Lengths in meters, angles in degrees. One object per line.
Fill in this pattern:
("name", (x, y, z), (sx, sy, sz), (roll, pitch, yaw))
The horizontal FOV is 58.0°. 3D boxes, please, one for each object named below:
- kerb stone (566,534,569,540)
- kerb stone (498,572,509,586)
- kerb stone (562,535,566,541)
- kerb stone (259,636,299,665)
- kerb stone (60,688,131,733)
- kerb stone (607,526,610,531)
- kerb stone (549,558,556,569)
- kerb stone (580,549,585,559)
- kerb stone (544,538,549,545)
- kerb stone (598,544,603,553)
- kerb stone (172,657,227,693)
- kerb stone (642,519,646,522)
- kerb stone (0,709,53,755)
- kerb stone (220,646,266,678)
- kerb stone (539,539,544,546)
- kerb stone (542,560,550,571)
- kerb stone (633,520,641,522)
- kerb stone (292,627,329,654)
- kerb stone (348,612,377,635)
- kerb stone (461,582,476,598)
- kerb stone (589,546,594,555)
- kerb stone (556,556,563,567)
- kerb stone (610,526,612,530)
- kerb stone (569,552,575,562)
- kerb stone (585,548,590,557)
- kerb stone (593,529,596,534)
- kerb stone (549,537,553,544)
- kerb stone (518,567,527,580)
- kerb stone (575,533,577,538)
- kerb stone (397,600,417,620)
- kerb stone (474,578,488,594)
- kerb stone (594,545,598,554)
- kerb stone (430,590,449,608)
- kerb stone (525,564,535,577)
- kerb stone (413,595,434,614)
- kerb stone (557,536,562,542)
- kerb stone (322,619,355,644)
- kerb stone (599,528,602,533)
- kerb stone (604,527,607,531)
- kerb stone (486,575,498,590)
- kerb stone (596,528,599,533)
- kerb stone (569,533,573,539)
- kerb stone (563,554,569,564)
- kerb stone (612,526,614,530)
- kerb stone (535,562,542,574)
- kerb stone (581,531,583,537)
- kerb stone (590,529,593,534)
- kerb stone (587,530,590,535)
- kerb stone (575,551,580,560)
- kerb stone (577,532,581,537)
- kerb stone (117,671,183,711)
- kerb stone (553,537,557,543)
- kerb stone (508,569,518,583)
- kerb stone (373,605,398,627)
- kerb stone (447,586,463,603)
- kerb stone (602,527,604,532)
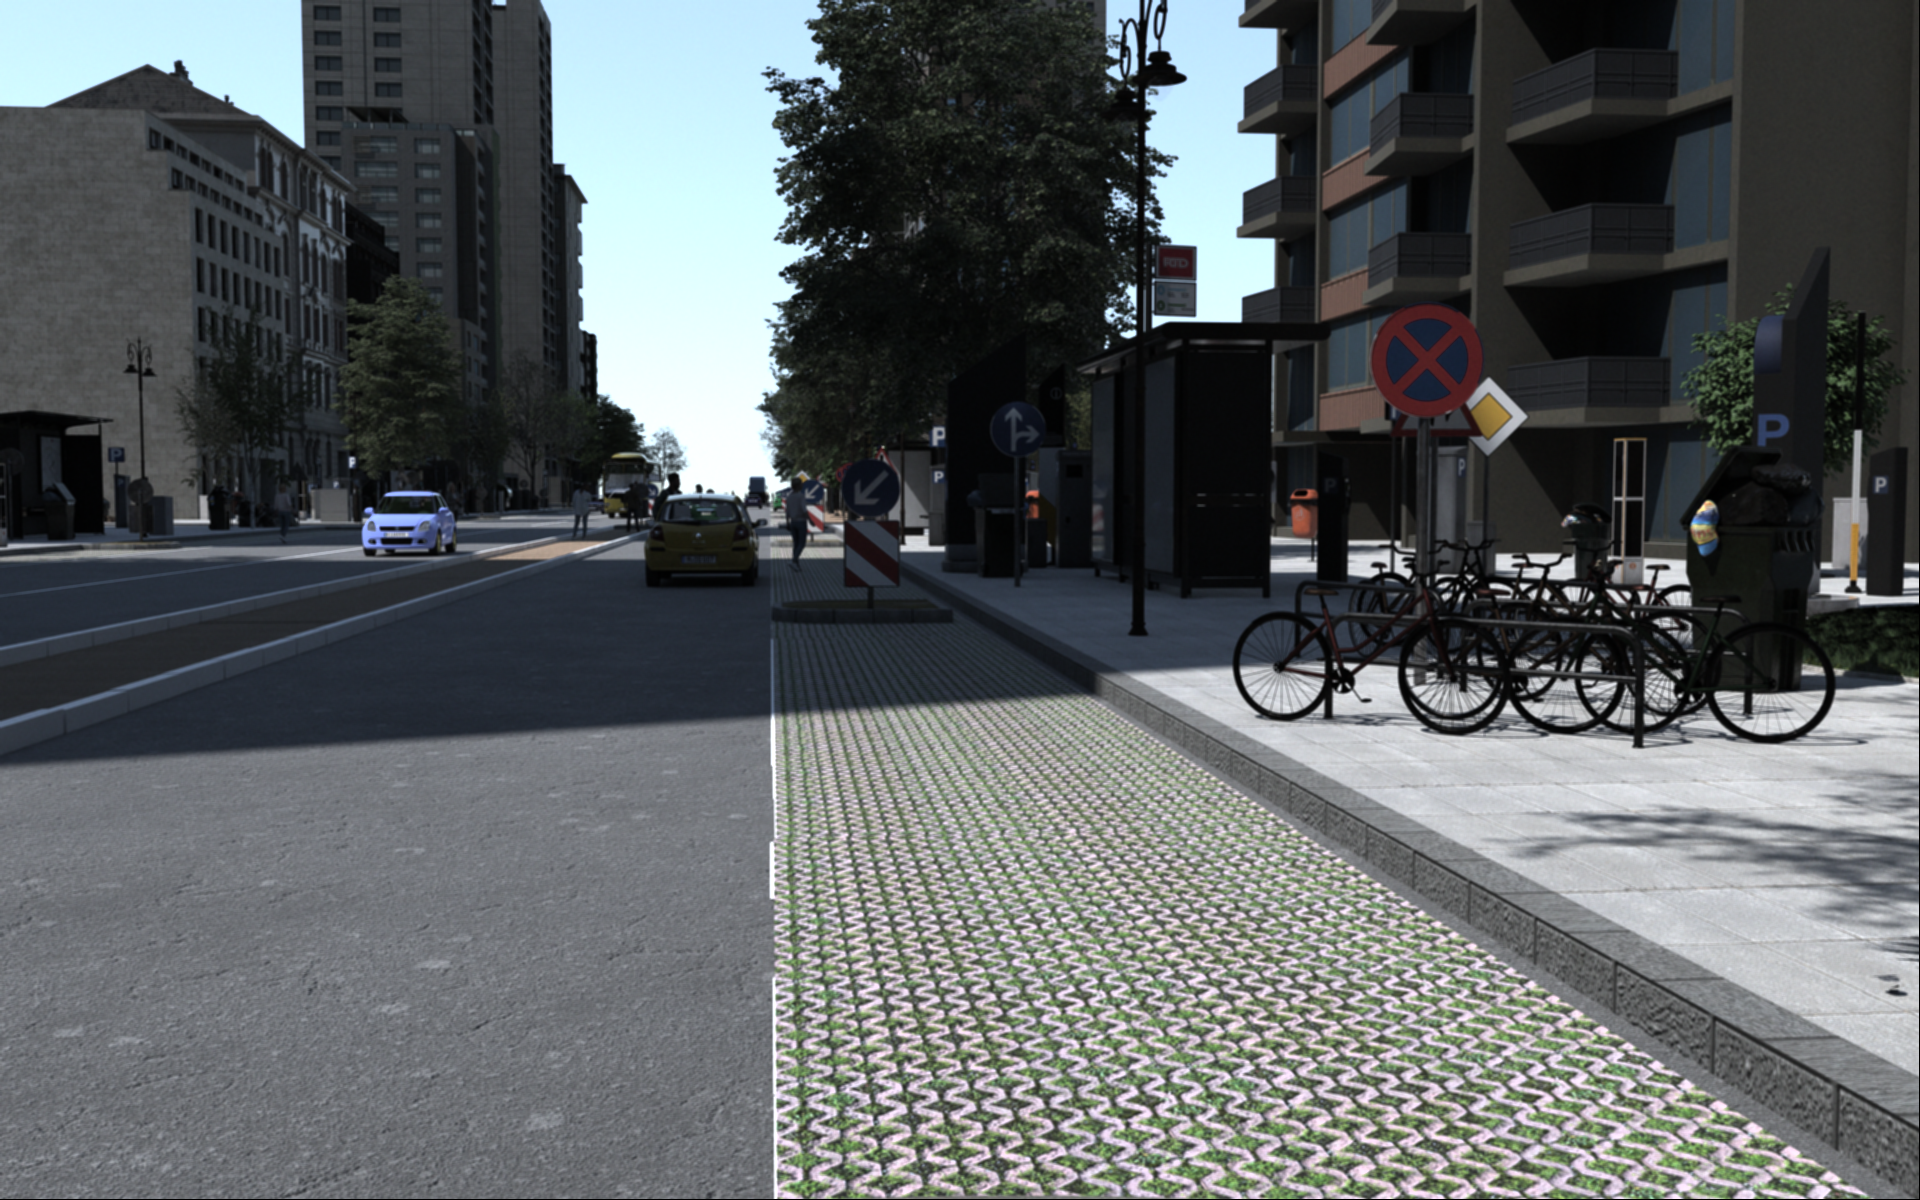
("kerb stone", (-12.246, -1.910, 53.431), (0.120, 0.150, 1.000), (0, 4, -6))
("kerb stone", (-7.258, -0.304, 27.168), (0.120, 0.150, 1.000), (0, 4, -6))
("kerb stone", (-12.135, -1.848, 52.414), (0.120, 0.150, 1.000), (0, 4, -6))
("kerb stone", (-5.924, 0.449, 14.938), (0.120, 0.150, 1.000), (0, 4, -6))
("kerb stone", (-5.467, 0.701, 10.867), (0.120, 0.150, 1.000), (0, 4, -6))
("kerb stone", (-13.699, -2.719, 66.704), (0.120, 0.150, 1.000), (0, 4, -6))
("kerb stone", (-7.928, -0.675, 33.283), (0.120, 0.150, 1.000), (0, 4, -6))
("kerb stone", (-8.486, -0.990, 38.389), (0.120, 0.150, 1.000), (0, 4, -6))
("kerb stone", (-11.683, -1.599, 48.350), (0.120, 0.150, 1.000), (0, 4, -6))
("kerb stone", (-8.921, -1.237, 42.456), (0.120, 0.150, 1.000), (0, 4, -6))
("kerb stone", (-5.703, 0.569, 12.902), (0.120, 0.150, 1.000), (0, 4, -6))
("kerb stone", (-15.860, -3.936, 86.551), (0.120, 0.150, 1.000), (0, 4, -6))
("kerb stone", (-5.363, 0.755, 9.849), (0.120, 0.150, 1.000), (0, 4, -6))
("kerb stone", (-5.811, 0.506, 13.921), (0.120, 0.150, 1.000), (0, 4, -6))
("kerb stone", (-11.572, -1.538, 47.334), (0.120, 0.150, 1.000), (0, 4, -6))
("kerb stone", (-7.813, -0.614, 32.267), (0.120, 0.150, 1.000), (0, 4, -6))
("kerb stone", (-15.531, -3.748, 83.499), (0.120, 0.150, 1.000), (0, 4, -6))
("kerb stone", (-6.035, 0.383, 15.966), (0.120, 0.150, 1.000), (0, 4, -6))
("kerb stone", (-6.259, 0.257, 18.002), (0.120, 0.150, 1.000), (0, 4, -6))
("kerb stone", (-6.920, -0.117, 24.105), (0.120, 0.150, 1.000), (0, 4, -6))
("kerb stone", (-8.707, -1.113, 40.422), (0.120, 0.150, 1.000), (0, 4, -6))
("kerb stone", (-8.040, -0.740, 34.299), (0.120, 0.150, 1.000), (0, 4, -6))
("kerb stone", (-13.808, -2.785, 67.724), (0.120, 0.150, 1.000), (0, 4, -6))
("kerb stone", (-8.253, -0.863, 36.339), (0.120, 0.150, 1.000), (0, 4, -6))
("kerb stone", (-8.590, -1.053, 39.406), (0.120, 0.150, 1.000), (0, 4, -6))
("kerb stone", (-13.144, -2.411, 61.613), (0.120, 0.150, 1.000), (0, 4, -6))
("kerb stone", (-11.800, -1.662, 49.365), (0.120, 0.150, 1.000), (0, 4, -6))
("kerb stone", (-7.482, -0.428, 29.211), (0.120, 0.150, 1.000), (0, 4, -6))
("kerb stone", (-12.469, -2.031, 55.483), (0.120, 0.150, 1.000), (0, 4, -6))
("kerb stone", (-6.474, 0.132, 20.040), (0.120, 0.150, 1.000), (0, 4, -6))
("kerb stone", (-7.031, -0.179, 25.121), (0.120, 0.150, 1.000), (0, 4, -6))
("kerb stone", (-8.823, -1.177, 41.438), (0.120, 0.150, 1.000), (0, 4, -6))
("kerb stone", (-6.704, 0.008, 22.072), (0.120, 0.150, 1.000), (0, 4, -6))
("kerb stone", (-7.589, -0.491, 30.229), (0.120, 0.150, 1.000), (0, 4, -6))
("kerb stone", (-6.590, 0.070, 21.056), (0.120, 0.150, 1.000), (0, 4, -6))
("kerb stone", (-12.019, -1.786, 51.398), (0.120, 0.150, 1.000), (0, 4, -6))
("kerb stone", (-6.144, 0.319, 16.986), (0.120, 0.150, 1.000), (0, 4, -6))
("kerb stone", (-13.354, -2.536, 63.656), (0.120, 0.150, 1.000), (0, 4, -6))
("kerb stone", (-13.588, -2.660, 65.688), (0.120, 0.150, 1.000), (0, 4, -6))
("kerb stone", (-7.152, -0.242, 26.152), (0.120, 0.150, 1.000), (0, 4, -6))
("kerb stone", (-13.248, -2.473, 62.631), (0.120, 0.150, 1.000), (0, 4, -6))
("kerb stone", (-12.346, -1.970, 54.448), (0.120, 0.150, 1.000), (0, 4, -6))
("kerb stone", (-8.150, -0.803, 35.317), (0.120, 0.150, 1.000), (0, 4, -6))
("kerb stone", (-13.916, -2.845, 68.747), (0.120, 0.150, 1.000), (0, 4, -6))
("kerb stone", (-7.708, -0.554, 31.250), (0.120, 0.150, 1.000), (0, 4, -6))
("kerb stone", (-12.690, -2.160, 57.519), (0.120, 0.150, 1.000), (0, 4, -6))
("kerb stone", (-13.028, -2.348, 60.586), (0.120, 0.150, 1.000), (0, 4, -6))
("kerb stone", (-12.918, -2.285, 59.561), (0.120, 0.150, 1.000), (0, 4, -6))
("kerb stone", (-8.370, -0.927, 37.355), (0.120, 0.150, 1.000), (0, 4, -6))
("kerb stone", (-12.579, -2.098, 56.500), (0.120, 0.150, 1.000), (0, 4, -6))
("kerb stone", (-5.583, 0.634, 11.887), (0.120, 0.150, 1.000), (0, 4, -6))
("kerb stone", (-11.917, -1.724, 50.381), (0.120, 0.150, 1.000), (0, 4, -6))
("kerb stone", (-7.369, -0.367, 28.191), (0.120, 0.150, 1.000), (0, 4, -6))
("kerb stone", (-6.367, 0.196, 19.023), (0.120, 0.150, 1.000), (0, 4, -6))
("kerb stone", (-6.812, -0.055, 23.089), (0.120, 0.150, 1.000), (0, 4, -6))
("kerb stone", (-13.480, -2.598, 64.670), (0.120, 0.150, 1.000), (0, 4, -6))
